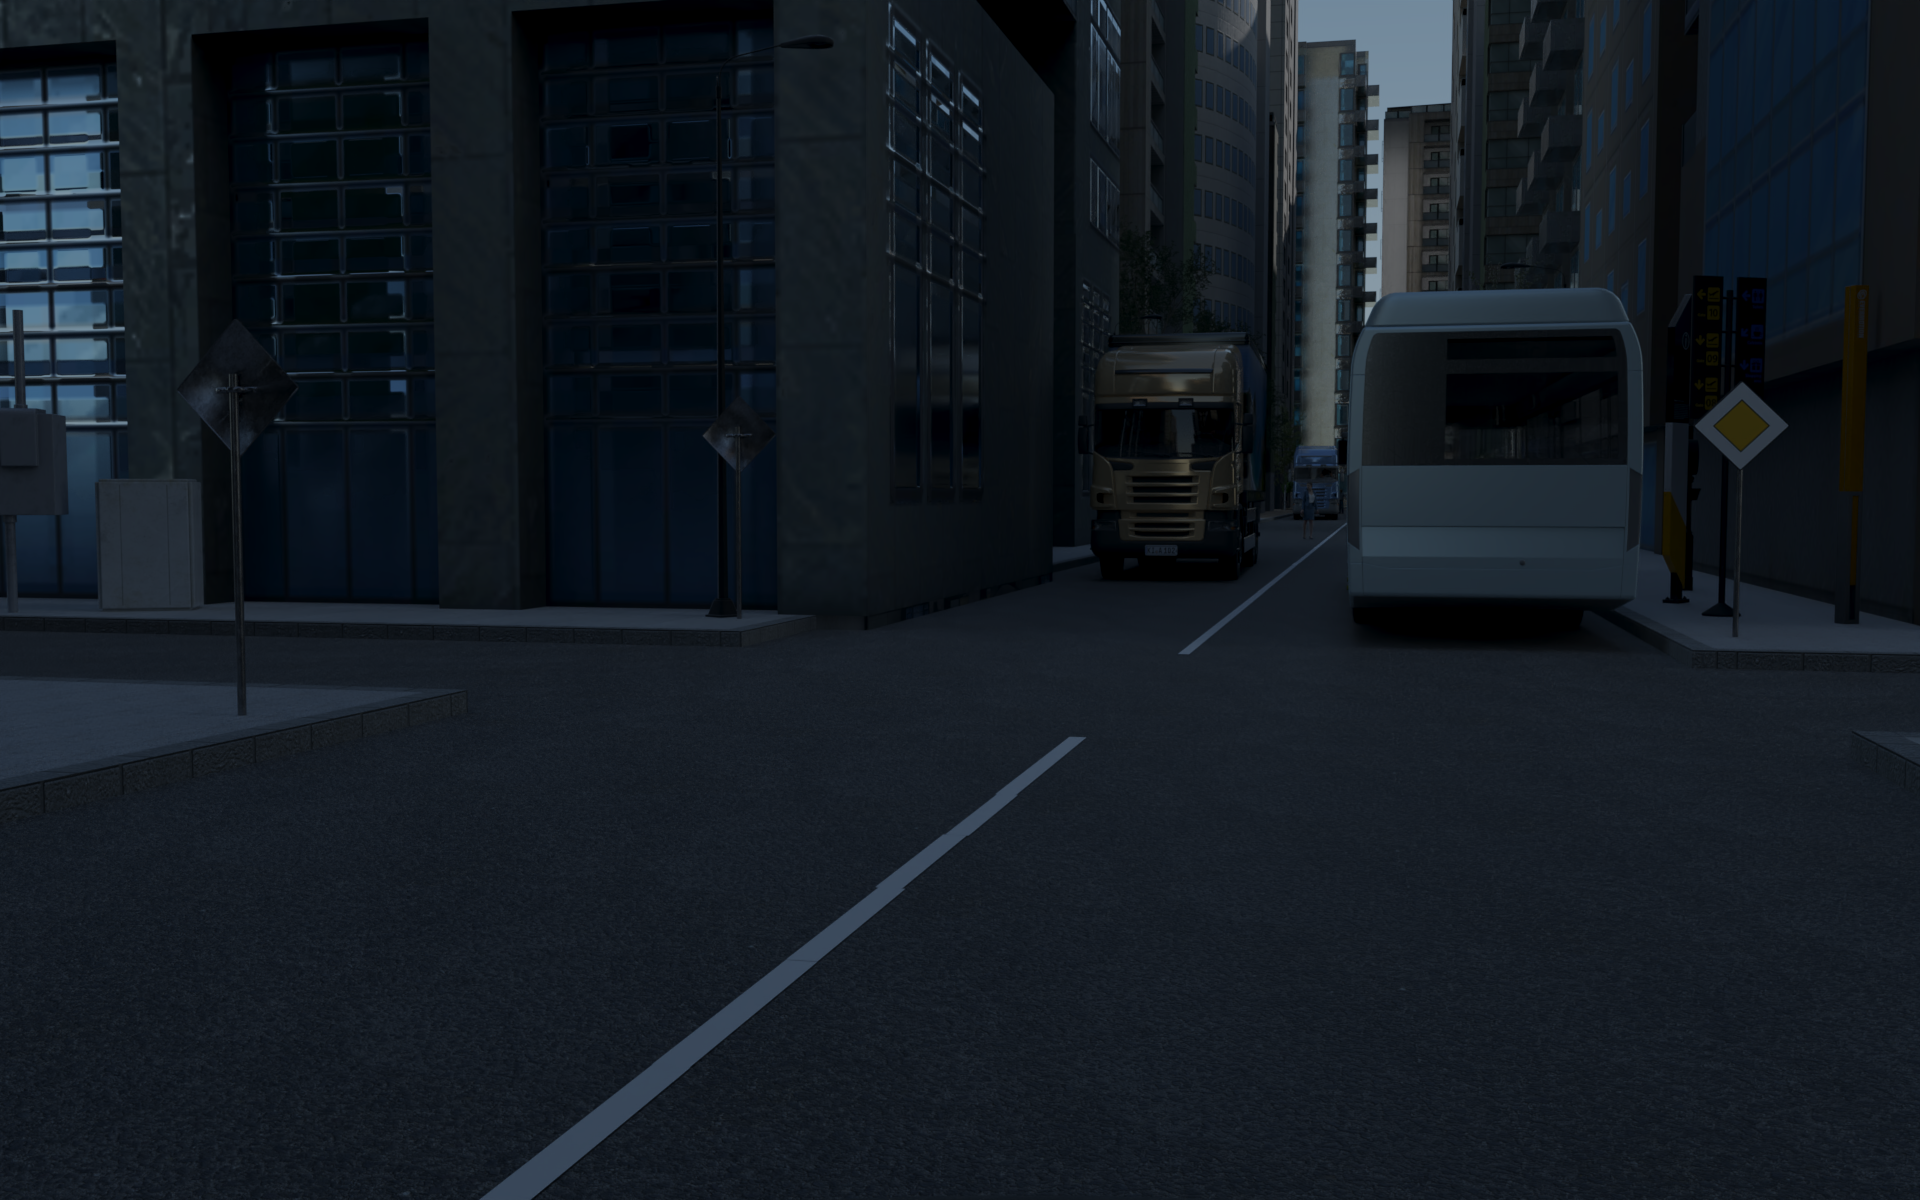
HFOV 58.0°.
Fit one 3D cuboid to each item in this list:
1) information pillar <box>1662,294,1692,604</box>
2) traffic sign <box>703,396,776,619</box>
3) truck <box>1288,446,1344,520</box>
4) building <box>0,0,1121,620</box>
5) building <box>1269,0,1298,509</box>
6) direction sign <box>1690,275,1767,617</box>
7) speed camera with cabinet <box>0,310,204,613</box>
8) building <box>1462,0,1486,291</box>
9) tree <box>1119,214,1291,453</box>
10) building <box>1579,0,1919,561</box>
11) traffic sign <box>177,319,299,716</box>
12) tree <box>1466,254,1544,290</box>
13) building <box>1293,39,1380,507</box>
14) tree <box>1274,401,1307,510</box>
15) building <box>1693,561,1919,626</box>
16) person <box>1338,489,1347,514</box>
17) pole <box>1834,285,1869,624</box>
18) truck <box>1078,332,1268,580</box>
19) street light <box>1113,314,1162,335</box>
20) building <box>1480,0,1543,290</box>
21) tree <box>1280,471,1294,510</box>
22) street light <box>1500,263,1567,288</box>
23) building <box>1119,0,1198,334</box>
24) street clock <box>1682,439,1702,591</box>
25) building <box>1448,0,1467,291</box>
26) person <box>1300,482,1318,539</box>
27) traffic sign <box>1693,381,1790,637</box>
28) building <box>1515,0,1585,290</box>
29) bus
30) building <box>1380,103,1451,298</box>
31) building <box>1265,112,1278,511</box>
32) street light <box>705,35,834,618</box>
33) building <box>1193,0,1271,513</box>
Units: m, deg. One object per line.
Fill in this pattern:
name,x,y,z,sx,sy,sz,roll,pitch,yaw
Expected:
information pillar,8.387,-1.768,20.256,0.183,3.616,0.504,3,5,44
traffic sign,-2.266,-0.862,17.743,0.795,2.450,0.064,1,4,14
truck,21.071,-6.890,102.410,2.967,4.110,18.799,1,4,12
building,-8.137,-44.071,33.232,22.319,86.520,31.000,1,4,14
building,19.389,-43.868,155.493,20.611,71.187,20.563,1,4,14
direction sign,8.015,-1.598,18.127,0.876,3.537,0.379,-1,4,-15
speed camera with cabinet,-9.488,-1.510,19.025,2.038,3.252,0.660,-1,4,-13
building,44.993,-35.149,116.691,21.231,58.520,28.212,1,4,14
tree,6.166,-7.591,58.529,7.601,10.594,8.767,-1,4,-9
building,22.703,-23.846,39.998,14.600,45.320,14.200,1,4,14
traffic sign,-4.162,-0.388,9.985,0.795,2.450,0.064,1,4,14
tree,17.123,-6.290,53.196,4.360,8.622,3.978,0,3,0
building,29.084,-34.632,185.834,30.456,49.044,23.786,1,4,14
tree,25.549,-11.395,136.678,4.737,8.622,4.395,0,3,0
building,17.243,-22.599,19.605,14.200,45.320,14.600,1,4,14
person,27.970,-7.253,127.163,0.705,1.814,1.350,-3,5,-43
pole,8.777,-1.419,17.043,0.158,3.312,0.155,0,3,0
truck,4.283,-2.667,32.511,2.839,4.237,11.283,1,4,12
street light,4.542,-4.435,45.049,1.470,5.913,1.316,1,4,14
building,36.505,-19.926,97.497,14.160,30.474,14.107,1,4,14
tree,26.596,-8.936,140.704,1.663,3.219,1.824,0,3,0
street light,11.540,-3.809,34.818,1.470,5.913,1.316,1,4,14
building,2.247,-23.807,72.845,14.154,41.232,14.086,1,4,14
street clock,9.647,-1.127,22.998,0.358,2.002,0.471,1,4,17
building,54.796,-33.878,143.139,28.713,52.752,27.495,1,4,14
person,11.127,-2.855,55.195,0.581,1.822,0.654,0,4,3
traffic sign,6.953,-0.724,15.476,0.795,2.450,0.064,1,4,14
building,34.322,-27.438,68.214,23.786,49.044,30.456,1,4,14
bus,6.270,-1.666,22.097,2.948,3.499,13.247,1,4,13
building,49.808,-30.099,175.717,14.086,41.232,14.154,1,4,14
building,15.673,-21.735,127.076,14.160,30.474,14.107,1,4,14
street light,-1.955,-2.769,17.813,1.470,5.913,1.316,1,4,14
building,7.466,-34.509,106.219,21.231,58.520,28.212,1,4,14
